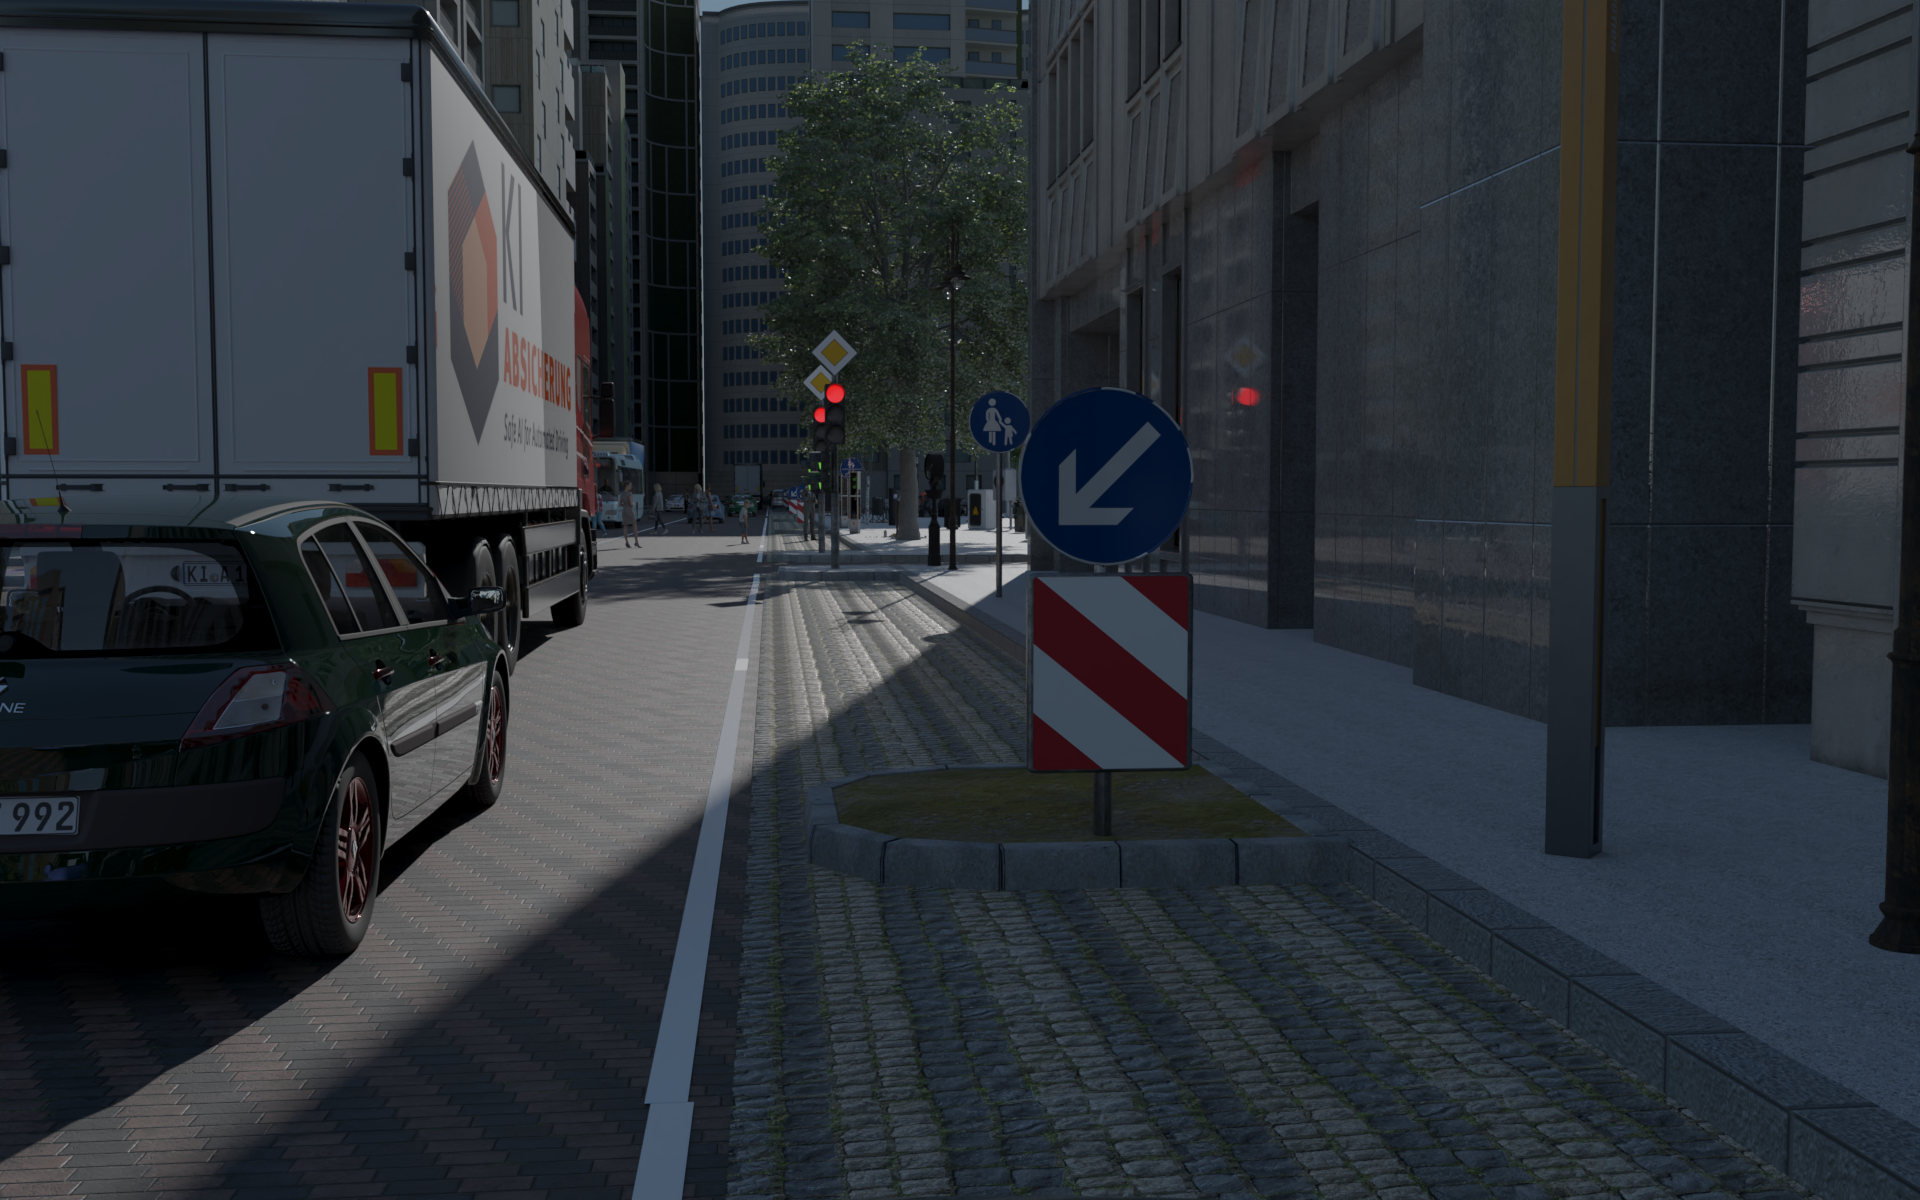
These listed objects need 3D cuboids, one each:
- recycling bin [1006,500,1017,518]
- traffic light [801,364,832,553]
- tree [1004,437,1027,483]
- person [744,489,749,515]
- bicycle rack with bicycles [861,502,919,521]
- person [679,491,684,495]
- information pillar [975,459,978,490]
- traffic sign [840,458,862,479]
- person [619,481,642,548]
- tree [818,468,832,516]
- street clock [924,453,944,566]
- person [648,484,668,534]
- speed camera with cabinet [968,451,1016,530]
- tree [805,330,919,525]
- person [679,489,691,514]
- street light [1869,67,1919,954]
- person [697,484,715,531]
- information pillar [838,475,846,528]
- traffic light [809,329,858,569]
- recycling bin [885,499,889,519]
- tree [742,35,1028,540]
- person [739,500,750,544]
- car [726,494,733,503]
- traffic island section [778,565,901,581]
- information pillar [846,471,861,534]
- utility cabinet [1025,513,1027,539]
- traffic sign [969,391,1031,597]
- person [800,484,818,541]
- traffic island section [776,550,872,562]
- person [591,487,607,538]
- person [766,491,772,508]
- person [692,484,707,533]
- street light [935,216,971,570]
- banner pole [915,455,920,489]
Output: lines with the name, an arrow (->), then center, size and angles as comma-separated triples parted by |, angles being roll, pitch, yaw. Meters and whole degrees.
recycling bin -> 2.868, -5.017, 94.580 | 0.722, 1.027, 0.722 | 0, 4, -2
traffic light -> -3.031, -2.979, 37.625 | 0.839, 4.253, 0.868 | 0, 4, -6
tree -> 3.530, -5.366, 71.443 | 4.285, 4.588, 4.351 | 0, 3, 0
person -> -14.722, -6.704, 118.554 | 0.568, 1.767, 0.683 | 0, 4, -8
bicycle rack with bicycles -> -3.451, -4.265, 83.108 | 2.852, 0.926, 2.925 | -2, 4, -35
person -> -24.822, -8.879, 154.336 | 0.551, 1.740, 0.621 | -3, 4, -36
information pillar -> 1.009, -7.058, 106.757 | 0.183, 3.616, 0.504 | 1, 4, 18
traffic sign -> -3.802, -3.700, 60.597 | 0.768, 2.556, 0.104 | 0, 3, 0
person -> -8.777, -2.279, 46.097 | 0.599, 1.781, 0.374 | 3, 4, 36
tree -> -7.837, -6.510, 101.036 | 1.663, 3.219, 1.824 | 0, 3, 0
street clock -> -0.459, -1.607, 30.853 | 0.358, 2.002, 0.471 | -1, 4, -20
person -> -10.699, -3.218, 61.304 | 0.728, 1.800, 0.709 | 1, 4, 11
speed camera with cabinet -> 1.139, -4.176, 62.606 | 0.660, 3.252, 2.038 | -3, 5, -41
tree -> -3.777, -7.429, 71.829 | 4.737, 8.622, 4.395 | 0, 3, 0
person -> -19.963, -7.191, 126.089 | 1.348, 1.823, 0.705 | 3, 5, 39
street light -> 2.680, -1.954, 4.734 | 0.468, 5.910, 1.993 | 0, 4, -6
person -> -9.607, -3.506, 65.913 | 0.778, 1.811, 0.616 | -3, 5, -40
information pillar -> -4.421, -3.733, 65.523 | 0.304, 2.012, 0.304 | -2, 4, -28
traffic light -> -2.163, -2.493, 29.687 | 0.839, 4.253, 0.868 | 0, 4, -6
recycling bin -> -3.416, -4.751, 90.232 | 0.722, 1.027, 0.722 | 3, 5, 43
tree -> -1.490, -8.646, 48.020 | 9.857, 13.997, 8.962 | 0, 3, 0
person -> -6.179, -2.234, 49.714 | 0.352, 1.250, 0.332 | 1, 4, 19
car -> -22.267, -9.918, 172.388 | 2.015, 1.641, 3.980 | 0, 4, -7
traffic island section -> -2.122, -0.460, 29.805 | 2.009, 0.180, 2.903 | 0, 4, -6
information pillar -> -3.409, -3.161, 56.180 | 0.304, 2.012, 0.304 | 1, 4, 13
utility cabinet -> 2.368, -2.444, 48.638 | 1.173, 1.500, 0.318 | -3, 4, -38
traffic sign -> 0.486, -1.305, 21.447 | 0.768, 2.556, 0.104 | 0, 4, -5
person -> -4.548, -2.727, 52.890 | 0.447, 1.846, 0.655 | 3, 5, 40
traffic island section -> -2.990, -0.946, 37.743 | 2.009, 0.180, 2.903 | 0, 4, -6
person -> -11.880, -2.887, 56.547 | 0.643, 1.720, 0.563 | 3, 5, 41
person -> -18.652, -9.914, 171.420 | 1.217, 1.723, 0.721 | 0, 4, -2
person -> -9.535, -3.341, 63.303 | 0.537, 1.800, 0.526 | 0, 4, 4
street light -> -0.123, -3.448, 29.166 | 0.468, 5.910, 1.993 | 0, 4, -6
banner pole -> -2.679, -6.563, 97.328 | 0.863, 3.779, 0.401 | -1, 4, -12
